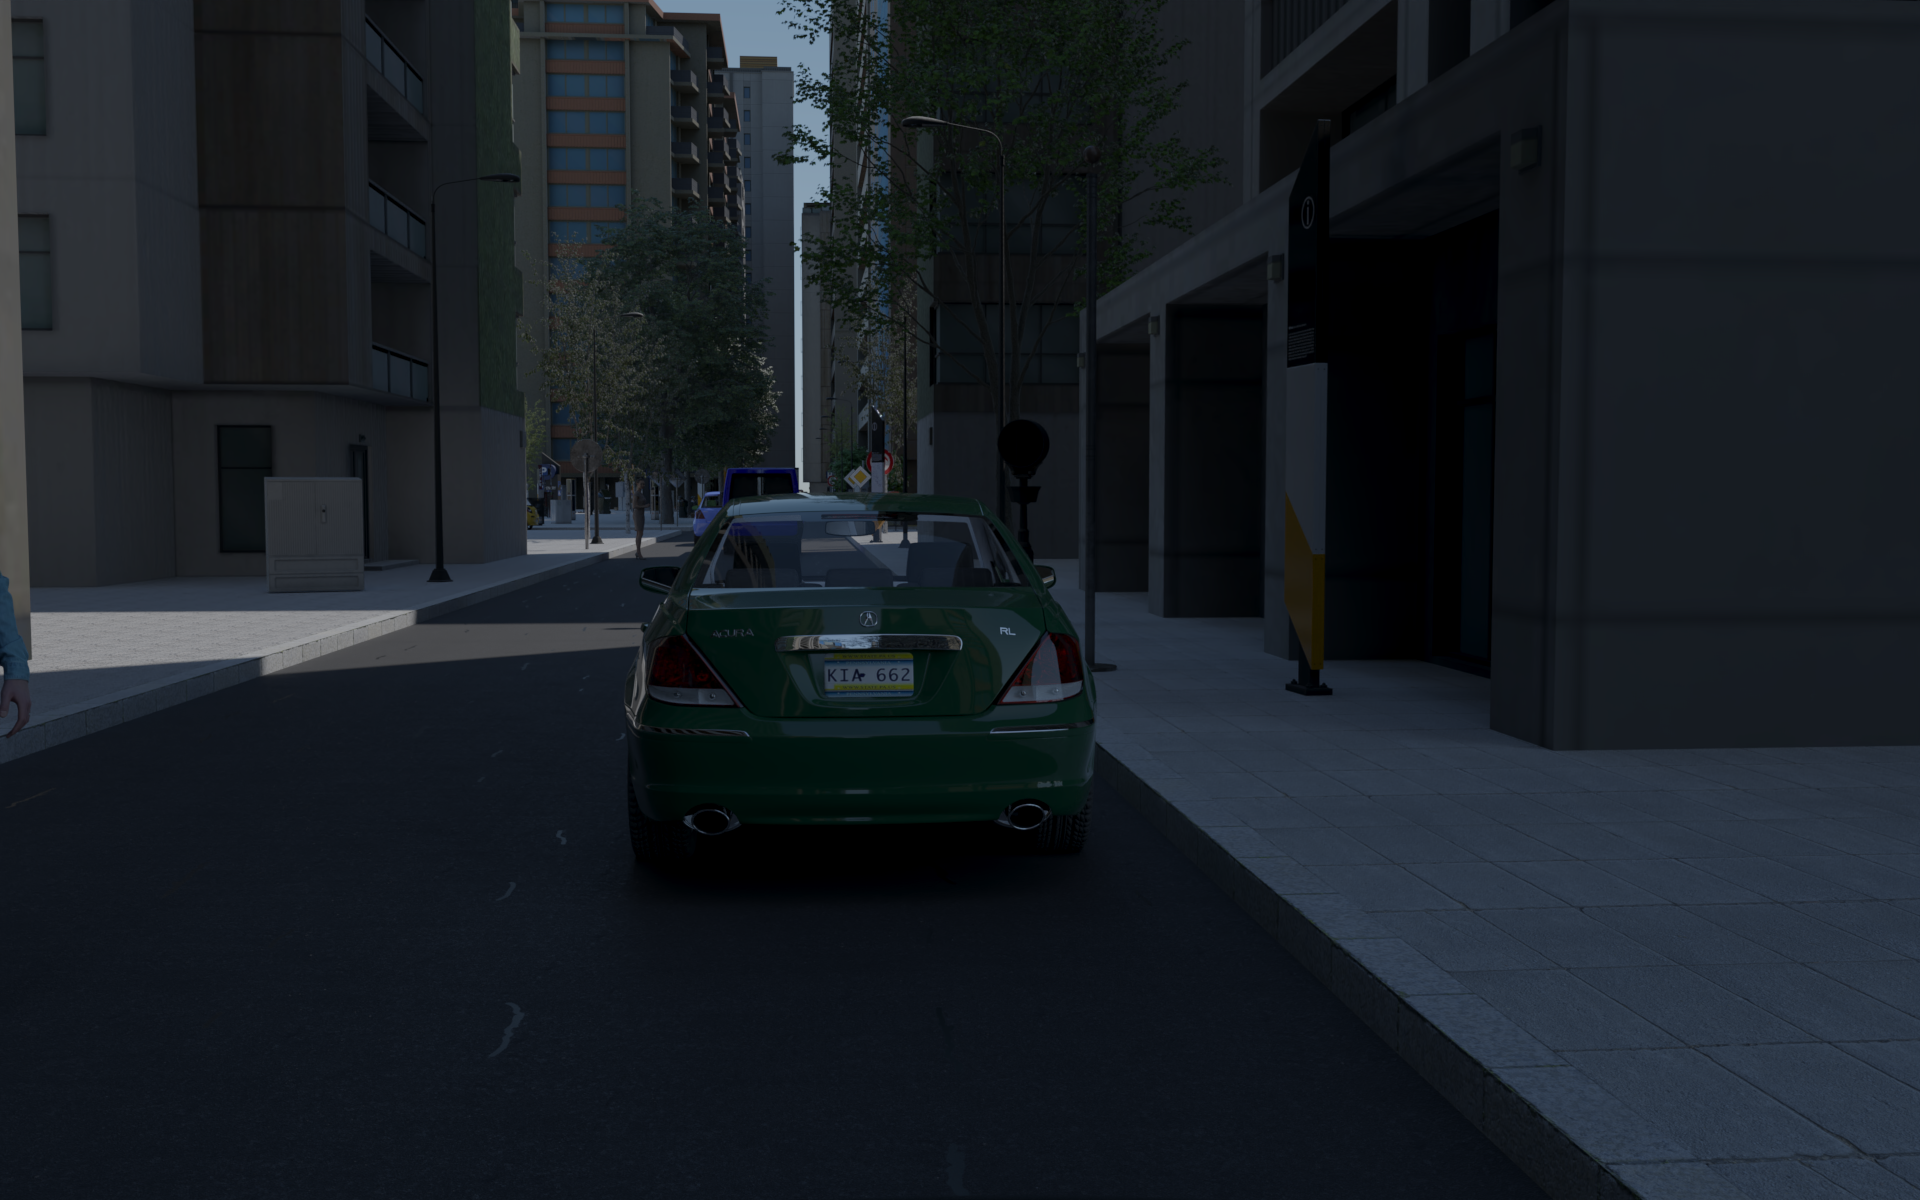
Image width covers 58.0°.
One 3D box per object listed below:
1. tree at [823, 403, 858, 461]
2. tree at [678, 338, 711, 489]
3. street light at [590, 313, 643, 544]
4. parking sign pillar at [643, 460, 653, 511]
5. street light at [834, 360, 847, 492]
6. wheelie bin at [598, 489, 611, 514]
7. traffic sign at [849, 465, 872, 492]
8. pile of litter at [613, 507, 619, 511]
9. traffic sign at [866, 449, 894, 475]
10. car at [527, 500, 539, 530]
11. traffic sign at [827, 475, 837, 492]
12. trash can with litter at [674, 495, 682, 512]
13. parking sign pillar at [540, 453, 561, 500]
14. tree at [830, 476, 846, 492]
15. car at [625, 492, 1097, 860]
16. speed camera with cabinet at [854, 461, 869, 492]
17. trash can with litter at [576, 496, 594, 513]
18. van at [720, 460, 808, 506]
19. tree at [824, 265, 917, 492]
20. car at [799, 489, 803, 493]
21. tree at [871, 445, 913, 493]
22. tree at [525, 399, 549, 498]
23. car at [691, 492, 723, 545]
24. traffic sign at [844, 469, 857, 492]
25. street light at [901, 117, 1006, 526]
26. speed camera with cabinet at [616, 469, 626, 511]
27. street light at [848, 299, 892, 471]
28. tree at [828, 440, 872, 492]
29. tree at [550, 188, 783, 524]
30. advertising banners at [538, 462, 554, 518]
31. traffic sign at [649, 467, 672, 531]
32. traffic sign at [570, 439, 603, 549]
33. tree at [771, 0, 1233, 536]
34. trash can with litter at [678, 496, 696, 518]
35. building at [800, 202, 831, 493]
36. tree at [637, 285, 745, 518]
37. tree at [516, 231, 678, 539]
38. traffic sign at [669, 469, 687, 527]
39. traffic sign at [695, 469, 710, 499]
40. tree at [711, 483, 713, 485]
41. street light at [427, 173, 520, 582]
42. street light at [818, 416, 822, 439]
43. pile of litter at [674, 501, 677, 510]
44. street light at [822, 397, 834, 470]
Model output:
[{"bbox_3d":[-9.091,-11.510,138.553,4.737,8.622,4.395,0,3,0],"label":"tree"},{"bbox_3d":[-10.671,-6.448,55.784,4.360,8.622,3.978,0,3,0],"label":"tree"},{"bbox_3d":[-8.802,-4.396,44.424,1.470,5.913,1.316,0,4,-5],"label":"street light"},{"bbox_3d":[-24.013,-8.903,134.035,1.447,3.967,1.447,1,4,16],"label":"parking sign pillar"},{"bbox_3d":[-3.550,-5.367,60.286,1.470,5.913,1.316,0,4,-5],"label":"street light"},{"bbox_3d":[-22.785,-6.292,110.777,0.693,1.594,0.980,3,4,37],"label":"wheelie bin"},{"bbox_3d":[-3.500,-3.505,60.941,0.795,2.450,0.064,0,4,-5],"label":"traffic sign"},{"bbox_3d":[-26.527,-7.410,135.119,1.176,0.858,1.719,2,4,34],"label":"pile of litter"},{"bbox_3d":[-2.216,-2.936,48.110,0.768,2.556,0.104,0,4,-1],"label":"traffic sign"},{"bbox_3d":[-17.870,-3.350,65.003,3.980,1.641,2.015,0,4,-4],"label":"car"},{"bbox_3d":[-8.596,-7.164,117.233,0.768,2.556,0.104,0,4,2],"label":"traffic sign"},{"bbox_3d":[-20.560,-7.110,127.312,1.678,1.210,2.233,-2,4,-26],"label":"trash can with litter"},{"bbox_3d":[-26.511,-7.561,112.096,1.447,3.967,1.447,1,4,17],"label":"parking sign pillar"},{"bbox_3d":[-7.833,-7.323,114.329,1.663,3.219,1.824,0,3,0],"label":"tree"},{"bbox_3d":[-0.512,0.215,8.279,2.131,1.459,4.920,0,4,-5],"label":"car"},{"bbox_3d":[-5.280,-6.636,102.841,2.038,3.252,0.660,-3,4,-38],"label":"speed camera with cabinet"},{"bbox_3d":[-25.376,-6.457,116.626,2.233,1.210,1.678,2,4,31],"label":"trash can with litter"},{"bbox_3d":[-4.858,-2.345,42.733,2.240,2.365,5.245,0,4,-6],"label":"van"},{"bbox_3d":[-2.197,-6.466,56.089,4.360,8.622,3.978,0,3,0],"label":"tree"},{"bbox_3d":[-12.921,-7.718,134.864,2.281,1.827,5.304,0,4,-6],"label":"car"},{"bbox_3d":[-2.508,-4.520,68.501,1.663,3.219,1.824,0,3,0],"label":"tree"},{"bbox_3d":[-32.232,-10.870,128.094,4.737,8.622,4.395,0,3,0],"label":"tree"},{"bbox_3d":[-6.680,-2.428,49.290,1.945,1.707,3.694,0,4,-6],"label":"car"},{"bbox_3d":[-4.234,-3.991,68.893,0.795,2.450,0.064,0,4,-5],"label":"traffic sign"},{"bbox_3d":[-0.022,-2.997,21.537,1.470,5.913,1.316,0,4,-5],"label":"street light"},{"bbox_3d":[-25.635,-8.376,131.281,0.660,3.252,2.038,0,4,0],"label":"speed camera with cabinet"},{"bbox_3d":[-1.841,-4.190,41.054,1.470,5.913,1.316,0,4,-5],"label":"street light"},{"bbox_3d":[-6.421,-7.470,105.853,4.285,4.588,4.351,0,3,0],"label":"tree"},{"bbox_3d":[-12.469,-10.225,73.841,9.857,13.997,8.962,0,3,0],"label":"tree"},{"bbox_3d":[-24.988,-6.625,104.508,0.090,3.025,2.074,1,4,12],"label":"advertising banners"},{"bbox_3d":[-10.417,-3.467,60.326,0.795,2.450,0.064,0,4,-5],"label":"traffic sign"},{"bbox_3d":[-8.664,-2.449,40.149,0.768,2.556,0.104,0,4,3],"label":"traffic sign"},{"bbox_3d":[0.750,-6.291,28.612,9.928,11.665,9.643,0,3,0],"label":"tree"},{"bbox_3d":[-16.268,-5.612,103.139,1.055,1.170,0.624,0,4,8],"label":"trash can with litter"},{"bbox_3d":[-14.579,-33.771,235.750,14.086,41.232,14.154,0,4,-5],"label":"building"},{"bbox_3d":[-15.060,-10.765,94.140,7.486,12.596,7.792,0,3,0],"label":"tree"},{"bbox_3d":[-10.450,-6.007,48.577,4.360,8.622,3.978,0,3,0],"label":"tree"},{"bbox_3d":[-11.151,-3.953,68.277,0.795,2.450,0.064,0,4,-5],"label":"traffic sign"},{"bbox_3d":[-13.034,-5.353,87.627,0.768,2.556,0.104,0,4,0],"label":"traffic sign"},{"bbox_3d":[-16.347,-9.671,108.485,4.360,8.622,3.978,0,3,0],"label":"tree"},{"bbox_3d":[-7.068,-3.220,25.194,1.470,5.913,1.316,0,4,-5],"label":"street light"},{"bbox_3d":[-7.550,-7.970,102.844,1.470,5.913,1.316,0,4,-5],"label":"street light"},{"bbox_3d":[-22.804,-7.719,140.162,1.719,0.858,1.176,0,4,4],"label":"pile of litter"},{"bbox_3d":[-5.742,-6.777,83.353,1.470,5.913,1.316,0,4,-5],"label":"street light"}]
